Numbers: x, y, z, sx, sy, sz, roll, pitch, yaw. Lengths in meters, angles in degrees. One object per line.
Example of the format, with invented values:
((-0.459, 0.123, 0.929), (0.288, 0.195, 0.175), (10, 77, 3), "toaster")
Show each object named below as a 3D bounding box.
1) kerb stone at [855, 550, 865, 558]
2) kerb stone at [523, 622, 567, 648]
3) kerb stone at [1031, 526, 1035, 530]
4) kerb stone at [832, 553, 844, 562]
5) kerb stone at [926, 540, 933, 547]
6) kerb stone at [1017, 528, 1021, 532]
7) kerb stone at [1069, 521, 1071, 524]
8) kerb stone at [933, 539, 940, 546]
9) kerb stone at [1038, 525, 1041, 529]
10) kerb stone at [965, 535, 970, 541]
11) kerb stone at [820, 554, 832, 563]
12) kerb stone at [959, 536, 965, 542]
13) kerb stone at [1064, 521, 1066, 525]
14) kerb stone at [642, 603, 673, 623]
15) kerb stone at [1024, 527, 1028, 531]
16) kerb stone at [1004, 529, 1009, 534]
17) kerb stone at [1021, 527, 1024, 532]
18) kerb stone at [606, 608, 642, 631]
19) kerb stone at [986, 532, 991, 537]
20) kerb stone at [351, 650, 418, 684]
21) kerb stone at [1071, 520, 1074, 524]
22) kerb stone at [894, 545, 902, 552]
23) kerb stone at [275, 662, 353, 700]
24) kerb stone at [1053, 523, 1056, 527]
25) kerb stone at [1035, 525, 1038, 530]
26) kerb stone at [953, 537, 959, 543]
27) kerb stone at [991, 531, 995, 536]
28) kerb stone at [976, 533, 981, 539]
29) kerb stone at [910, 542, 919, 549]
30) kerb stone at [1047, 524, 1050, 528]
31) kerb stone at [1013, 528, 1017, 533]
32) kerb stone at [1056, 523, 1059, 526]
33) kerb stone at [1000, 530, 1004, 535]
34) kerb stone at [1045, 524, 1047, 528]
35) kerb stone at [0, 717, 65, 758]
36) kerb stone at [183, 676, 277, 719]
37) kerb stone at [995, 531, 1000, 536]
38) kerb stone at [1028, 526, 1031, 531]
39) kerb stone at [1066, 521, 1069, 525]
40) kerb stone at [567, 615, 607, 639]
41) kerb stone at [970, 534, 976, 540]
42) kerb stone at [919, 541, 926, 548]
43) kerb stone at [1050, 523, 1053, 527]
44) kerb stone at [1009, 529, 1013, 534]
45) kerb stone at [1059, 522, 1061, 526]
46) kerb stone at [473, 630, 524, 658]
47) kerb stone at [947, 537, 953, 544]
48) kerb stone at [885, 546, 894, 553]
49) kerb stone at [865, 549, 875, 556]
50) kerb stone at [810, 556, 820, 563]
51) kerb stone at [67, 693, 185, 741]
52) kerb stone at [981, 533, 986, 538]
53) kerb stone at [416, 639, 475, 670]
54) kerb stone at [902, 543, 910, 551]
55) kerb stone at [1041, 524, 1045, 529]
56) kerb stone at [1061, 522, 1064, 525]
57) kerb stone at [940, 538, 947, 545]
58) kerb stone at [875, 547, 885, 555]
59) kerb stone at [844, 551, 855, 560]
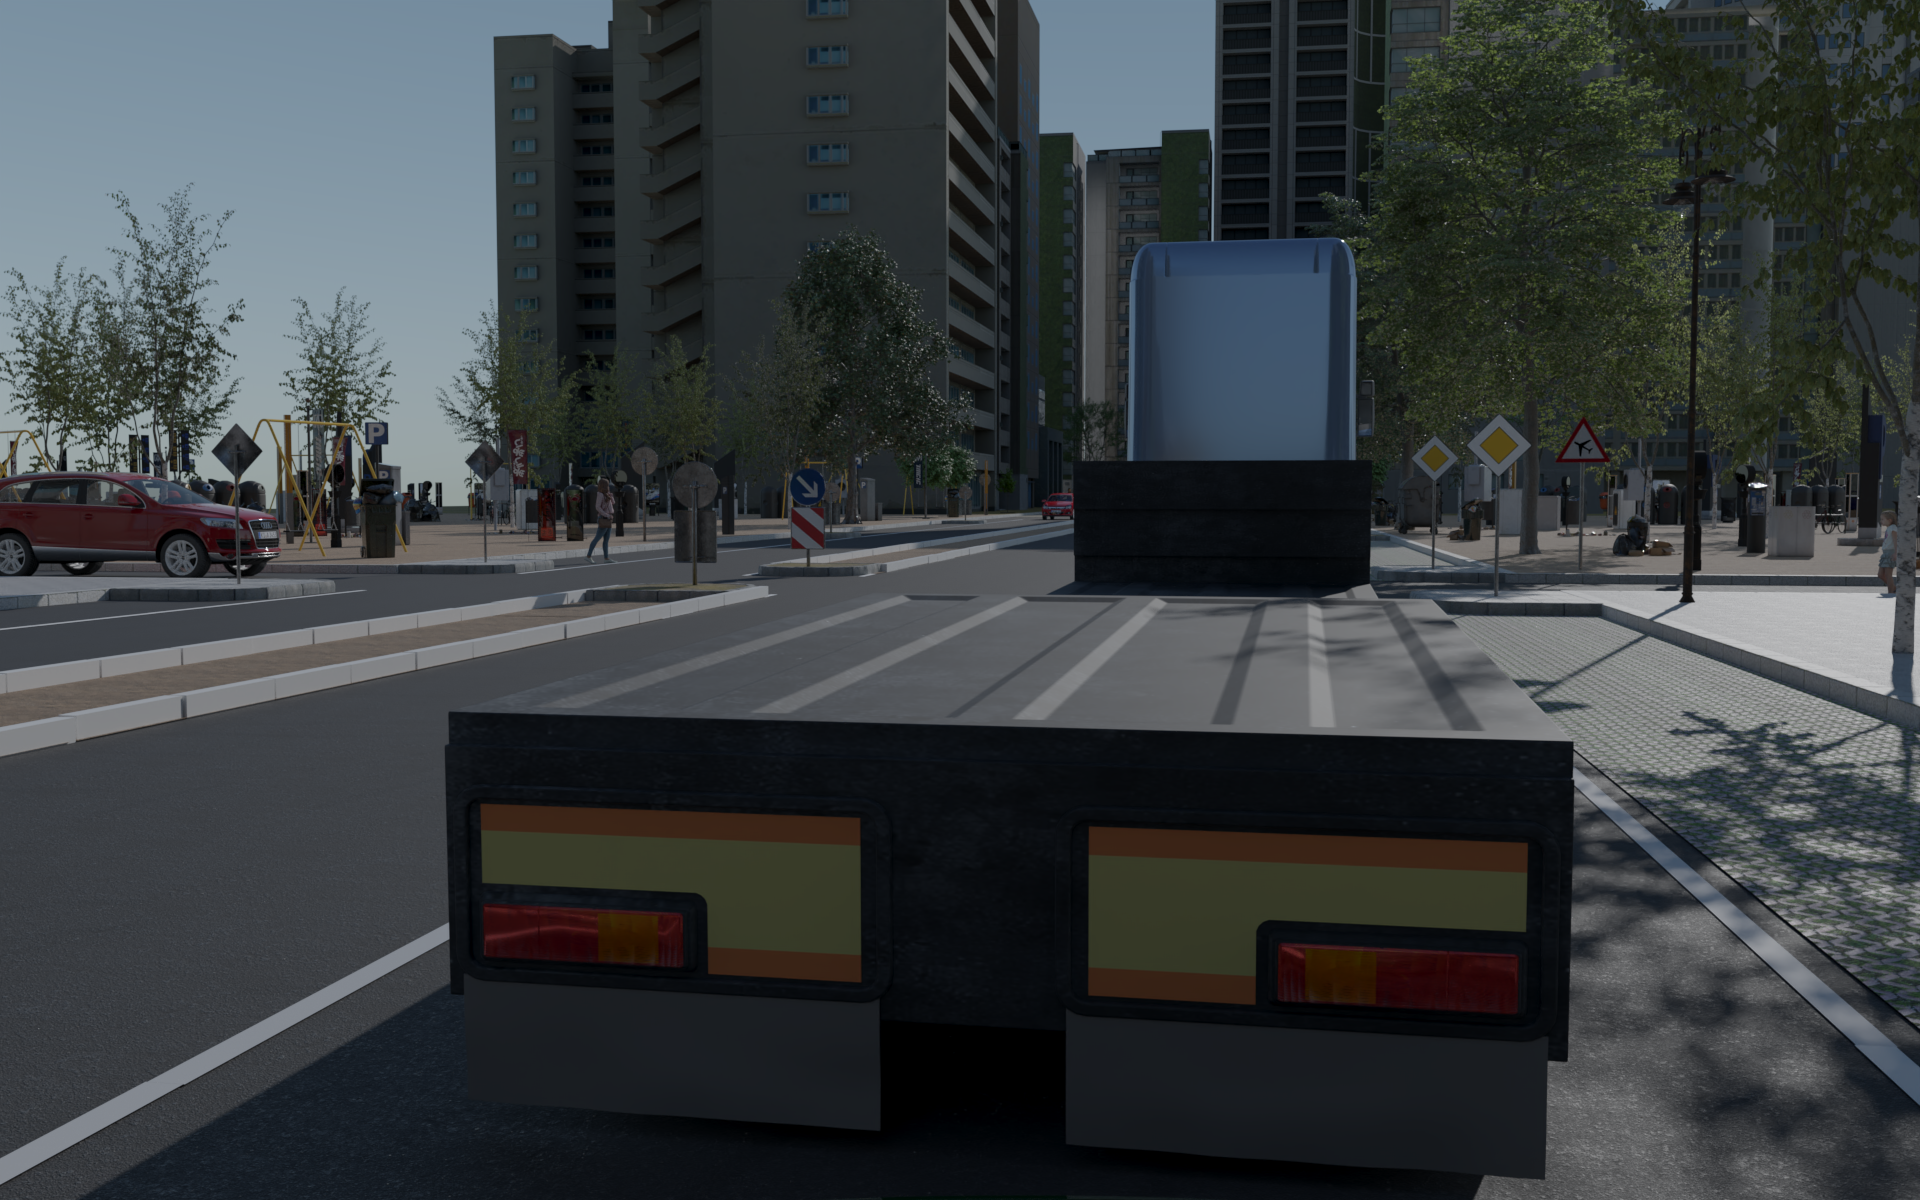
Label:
((-2.345, -1.010, 38.701), (0.120, 0.150, 1.000), (1, 4, 10), "kerb stone")
((-4.043, 0.343, 16.586), (0.120, 0.150, 1.000), (1, 4, 10), "kerb stone")
((2.718, -2.797, 68.007), (0.120, 0.150, 1.000), (1, 4, 10), "kerb stone")
((-2.688, -0.886, 36.685), (0.120, 0.150, 1.000), (1, 4, 10), "kerb stone")
((-0.949, -1.504, 46.789), (0.120, 0.150, 1.000), (1, 4, 10), "kerb stone")
((2.016, -2.555, 63.963), (0.120, 0.150, 1.000), (1, 4, 10), "kerb stone")
((4.991, -3.606, 81.149), (0.120, 0.150, 1.000), (1, 4, 10), "kerb stone")
((-0.766, -1.566, 47.800), (0.120, 0.150, 1.000), (1, 4, 10), "kerb stone")
((3.057, -2.924, 70.023), (0.120, 0.150, 1.000), (1, 4, 10), "kerb stone")
((0.095, -1.872, 52.863), (0.120, 0.150, 1.000), (1, 4, 10), "kerb stone")
((-2.869, -0.824, 35.672), (0.120, 0.150, 1.000), (1, 4, 10), "kerb stone")
((-0.080, -1.813, 51.842), (0.120, 0.150, 1.000), (1, 4, 10), "kerb stone")
((4.635, -3.481, 79.112), (0.120, 0.150, 1.000), (1, 4, 10), "kerb stone")
((-3.508, 0.158, 19.624), (0.120, 0.150, 1.000), (1, 4, 10), "kerb stone")
((2.371, -2.673, 65.977), (0.120, 0.150, 1.000), (1, 4, 10), "kerb stone")
((1.496, -2.369, 60.936), (0.120, 0.150, 1.000), (1, 4, 10), "kerb stone")
((2.195, -2.616, 64.970), (0.120, 0.150, 1.000), (1, 4, 10), "kerb stone")
((-3.683, 0.219, 18.613), (0.120, 0.150, 1.000), (1, 4, 10), "kerb stone")
((0.795, -2.123, 56.904), (0.120, 0.150, 1.000), (1, 4, 10), "kerb stone")
((-4.560, 0.532, 13.557), (0.120, 0.150, 1.000), (1, 4, 10), "kerb stone")
((5.153, -3.667, 82.158), (0.120, 0.150, 1.000), (1, 4, 10), "kerb stone")
((-1.651, -1.255, 42.742), (0.120, 0.150, 1.000), (1, 4, 10), "kerb stone")
((-4.731, 0.590, 12.550), (0.120, 0.150, 1.000), (1, 4, 10), "kerb stone")
((3.932, -3.234, 75.073), (0.120, 0.150, 1.000), (1, 4, 10), "kerb stone")
((2.887, -2.864, 69.015), (0.120, 0.150, 1.000), (1, 4, 10), "kerb stone")
((-0.252, -1.752, 50.834), (0.120, 0.150, 1.000), (1, 4, 10), "kerb stone")
((0.965, -2.184, 57.912), (0.120, 0.150, 1.000), (1, 4, 10), "kerb stone")
((0.449, -1.998, 54.880), (0.120, 0.150, 1.000), (1, 4, 10), "kerb stone")
((-1.293, -1.381, 44.771), (0.120, 0.150, 1.000), (1, 4, 10), "kerb stone")
((3.580, -3.103, 73.046), (0.120, 0.150, 1.000), (1, 4, 10), "kerb stone")
((1.841, -2.491, 62.954), (0.120, 0.150, 1.000), (1, 4, 10), "kerb stone")
((4.109, -3.296, 76.080), (0.120, 0.150, 1.000), (1, 4, 10), "kerb stone")
((1.318, -2.305, 59.929), (0.120, 0.150, 1.000), (1, 4, 10), "kerb stone")
((3.409, -3.047, 72.038), (0.120, 0.150, 1.000), (1, 4, 10), "kerb stone")
((-5.250, 0.781, 9.515), (0.120, 0.150, 1.000), (1, 4, 10), "kerb stone")
((-4.901, 0.652, 11.539), (0.120, 0.150, 1.000), (1, 4, 10), "kerb stone")
((1.149, -2.246, 58.917), (0.120, 0.150, 1.000), (1, 4, 10), "kerb stone")
((2.542, -2.740, 66.994), (0.120, 0.150, 1.000), (1, 4, 10), "kerb stone")
((4.814, -3.541, 80.136), (0.120, 0.150, 1.000), (1, 4, 10), "kerb stone")
((-3.855, 0.281, 17.599), (0.120, 0.150, 1.000), (1, 4, 10), "kerb stone")
((0.274, -1.937, 53.869), (0.120, 0.150, 1.000), (1, 4, 10), "kerb stone")
((-1.131, -1.438, 45.783), (0.120, 0.150, 1.000), (1, 4, 10), "kerb stone")
((3.761, -3.167, 74.061), (0.120, 0.150, 1.000), (1, 4, 10), "kerb stone")
((1.668, -2.431, 61.944), (0.120, 0.150, 1.000), (1, 4, 10), "kerb stone")
((4.286, -3.358, 77.093), (0.120, 0.150, 1.000), (1, 4, 10), "kerb stone")
((-4.208, 0.408, 15.577), (0.120, 0.150, 1.000), (1, 4, 10), "kerb stone")
((-0.420, -1.689, 49.823), (0.120, 0.150, 1.000), (1, 4, 10), "kerb stone")
((-1.824, -1.194, 41.731), (0.120, 0.150, 1.000), (1, 4, 10), "kerb stone")
((-2.172, -1.072, 39.716), (0.120, 0.150, 1.000), (1, 4, 10), "kerb stone")
((-3.044, -0.763, 34.665), (0.120, 0.150, 1.000), (1, 4, 10), "kerb stone")
((-5.089, 0.713, 10.534), (0.120, 0.150, 1.000), (1, 4, 10), "kerb stone")
((0.621, -2.061, 55.895), (0.120, 0.150, 1.000), (1, 4, 10), "kerb stone")
((-4.380, 0.466, 14.569), (0.120, 0.150, 1.000), (1, 4, 10), "kerb stone")
((-1.473, -1.318, 43.751), (0.120, 0.150, 1.000), (1, 4, 10), "kerb stone")
((3.243, -2.987, 71.028), (0.120, 0.150, 1.000), (1, 4, 10), "kerb stone")
((4.454, -3.412, 78.107), (0.120, 0.150, 1.000), (1, 4, 10), "kerb stone")
((-0.597, -1.628, 48.808), (0.120, 0.150, 1.000), (1, 4, 10), "kerb stone")
((-1.988, -1.130, 40.721), (0.120, 0.150, 1.000), (1, 4, 10), "kerb stone")
((-2.519, -0.941, 37.694), (0.120, 0.150, 1.000), (1, 4, 10), "kerb stone")
